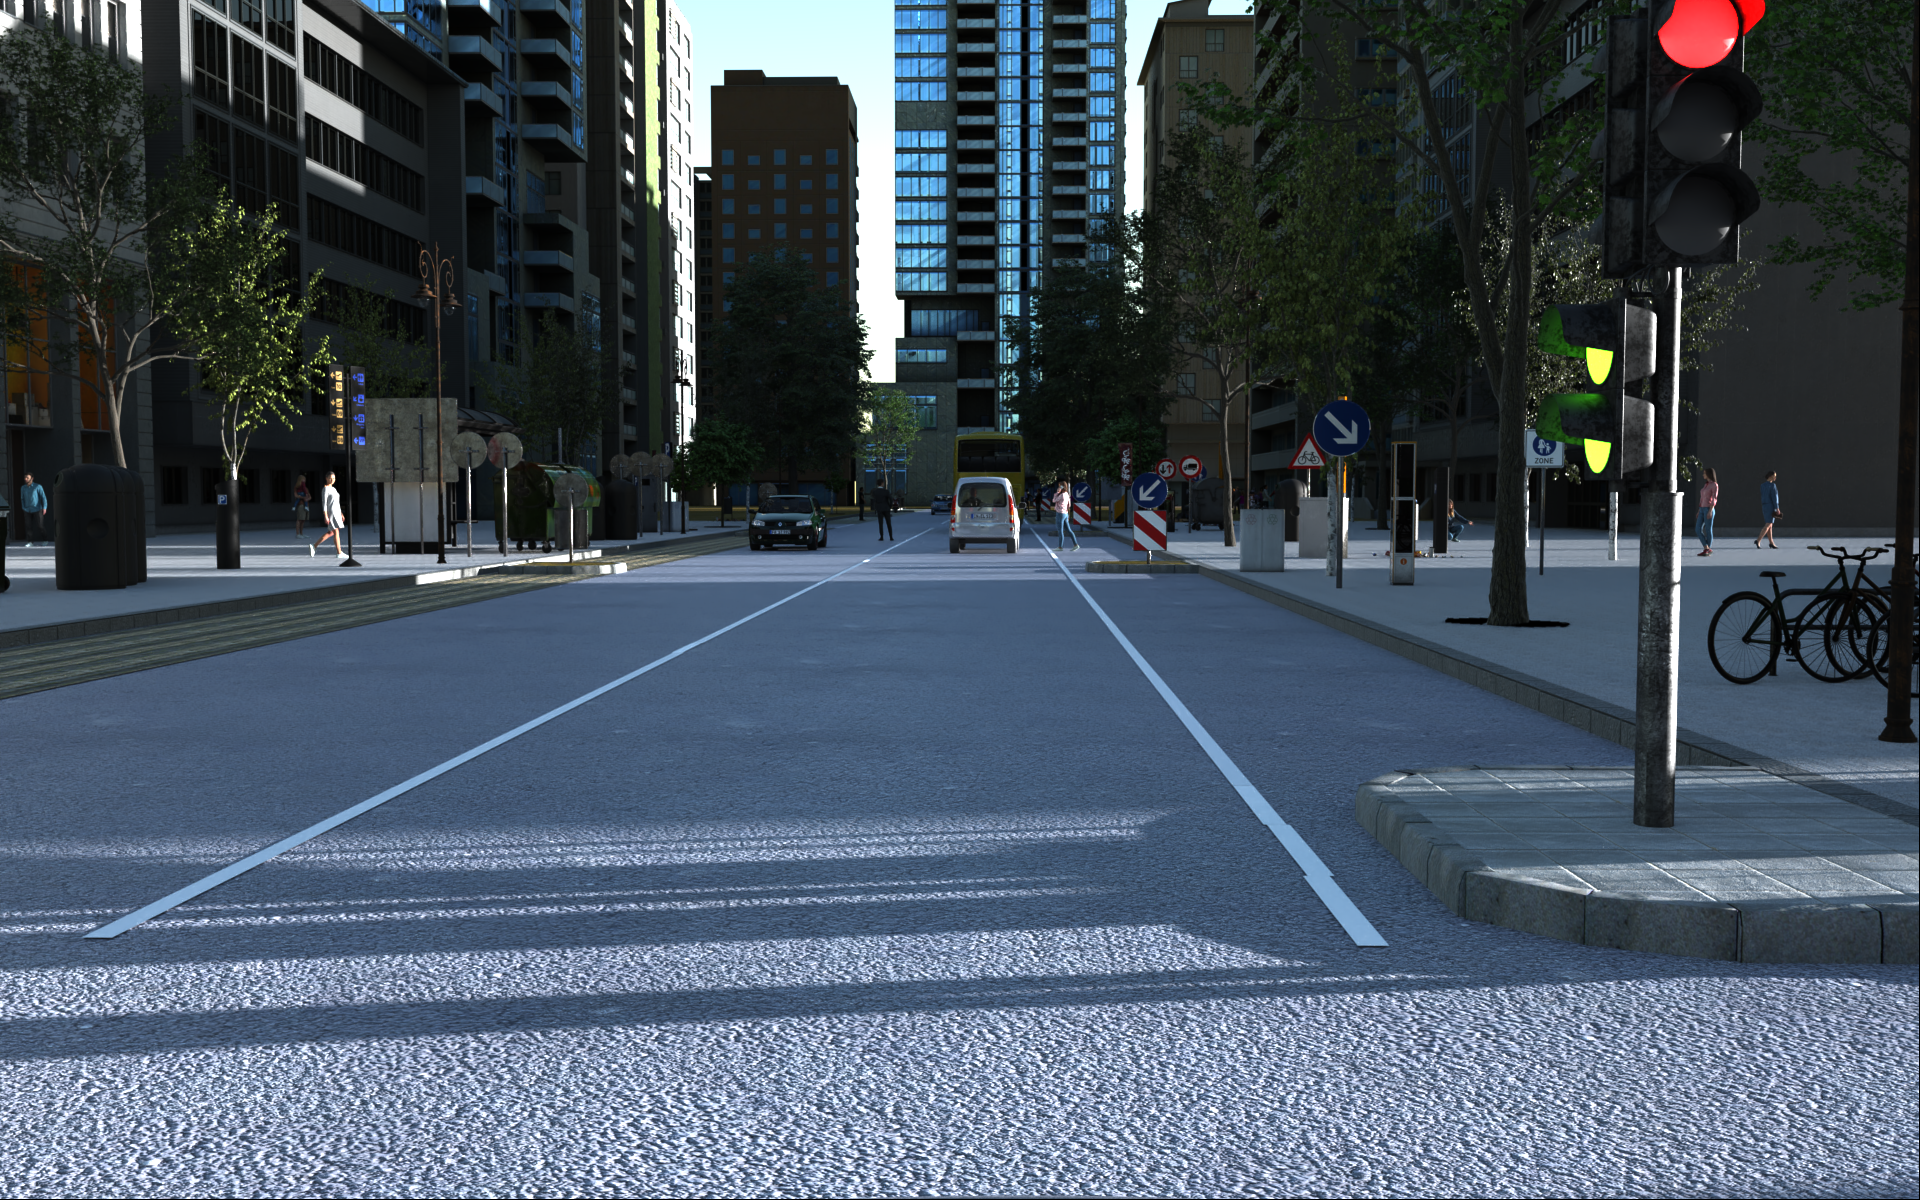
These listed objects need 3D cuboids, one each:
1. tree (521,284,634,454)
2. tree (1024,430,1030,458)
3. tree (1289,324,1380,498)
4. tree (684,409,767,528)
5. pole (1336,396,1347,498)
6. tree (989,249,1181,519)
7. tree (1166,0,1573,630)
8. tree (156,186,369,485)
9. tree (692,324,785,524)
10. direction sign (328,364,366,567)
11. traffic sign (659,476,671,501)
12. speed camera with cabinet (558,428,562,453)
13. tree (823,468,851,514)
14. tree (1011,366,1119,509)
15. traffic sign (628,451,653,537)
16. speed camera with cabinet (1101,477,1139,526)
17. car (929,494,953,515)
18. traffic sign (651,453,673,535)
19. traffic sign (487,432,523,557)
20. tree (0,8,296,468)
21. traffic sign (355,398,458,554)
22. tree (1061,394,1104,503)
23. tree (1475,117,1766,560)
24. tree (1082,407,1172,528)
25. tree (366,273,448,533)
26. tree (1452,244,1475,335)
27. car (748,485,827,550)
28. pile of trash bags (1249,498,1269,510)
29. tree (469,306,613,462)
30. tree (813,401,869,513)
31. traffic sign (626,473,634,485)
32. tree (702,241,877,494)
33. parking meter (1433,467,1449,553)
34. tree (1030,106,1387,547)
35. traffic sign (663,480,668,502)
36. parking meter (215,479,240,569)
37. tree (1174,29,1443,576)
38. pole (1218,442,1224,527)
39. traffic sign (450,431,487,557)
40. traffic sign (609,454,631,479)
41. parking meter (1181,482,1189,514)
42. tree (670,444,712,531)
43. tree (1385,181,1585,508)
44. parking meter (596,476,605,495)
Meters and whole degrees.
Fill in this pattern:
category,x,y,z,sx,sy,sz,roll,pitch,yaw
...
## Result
category,x,y,z,sx,sy,sz,roll,pitch,yaw
tree,-13.698,-6.793,61.429,4.360,8.622,3.978,0,3,0
tree,7.911,-11.738,126.323,7.601,10.594,8.767,-2,4,-35
tree,16.166,-7.492,72.860,4.360,8.622,3.978,0,3,0
tree,-9.143,-5.076,66.702,4.285,4.588,4.351,0,3,0
pole,7.985,-2.595,36.265,0.158,3.312,0.155,0,3,0
tree,6.650,-11.176,89.384,9.857,13.997,8.962,0,3,0
tree,5.202,-5.558,16.629,9.928,11.665,9.643,0,3,0
tree,-17.725,-5.644,42.646,4.737,8.622,4.395,0,3,0
tree,-9.338,-7.641,75.299,4.360,8.622,3.978,0,3,0
direction sign,-10.805,-2.361,30.600,0.379,3.537,0.876,1,4,23
traffic sign,-10.685,-3.908,63.892,0.884,2.594,0.081,1,4,11
speed camera with cabinet,-12.187,-3.557,52.500,0.660,3.252,2.038,0,4,-4
tree,-7.925,-7.033,109.593,1.663,3.219,1.824,0,3,0
tree,9.209,-14.121,147.890,9.611,12.733,9.660,0,3,0
traffic sign,-9.511,-3.148,51.583,0.768,2.556,0.104,0,4,3
speed camera with cabinet,6.724,-4.623,69.920,2.038,3.252,0.660,-1,4,-22
car,-1.117,-6.604,119.975,2.014,1.417,4.499,0,4,0
traffic sign,-9.343,-3.304,54.126,0.768,2.556,0.104,0,4,6
traffic sign,-9.334,-2.164,35.495,0.768,2.556,0.104,1,4,9
tree,-16.749,-6.091,33.998,7.601,10.594,8.767,0,4,6
traffic sign,-11.743,-2.622,36.736,2.265,3.308,0.079,0,4,7
tree,8.135,-10.240,117.783,4.737,8.622,4.395,0,3,0
tree,12.737,-5.066,33.191,4.360,8.622,3.978,0,3,0
tree,6.359,-4.988,65.275,4.285,4.588,4.351,0,3,0
tree,-19.335,-6.546,57.393,4.737,8.622,4.395,0,3,0
tree,13.948,-5.596,41.861,4.360,8.622,3.978,0,3,0
car,-4.486,-2.182,45.465,2.009,1.686,4.222,0,4,1
pile of trash bags,10.172,-2.780,55.197,1.912,1.369,3.447,0,4,0
tree,-16.502,-7.144,67.165,4.737,8.622,4.395,0,3,0
tree,-8.263,-10.010,114.027,4.360,8.622,3.978,0,3,0
traffic sign,-12.175,-3.938,64.490,0.768,2.556,0.104,1,4,9
tree,-8.355,-11.042,87.187,9.857,13.997,8.962,0,3,0
parking meter,10.439,-1.950,37.601,0.255,1.863,0.399,0,4,4
tree,6.296,-6.595,42.234,7.601,10.594,8.767,1,4,12
traffic sign,-12.655,-4.581,75.013,0.768,2.556,0.104,1,4,9
parking meter,-12.559,-1.302,29.700,0.372,1.533,0.369,0,3,0
tree,5.586,-4.675,26.806,4.737,8.622,4.395,0,3,0
pole,10.176,-4.500,67.415,0.158,3.312,0.155,0,3,0
traffic sign,-10.000,-2.149,35.238,0.768,2.556,0.104,0,4,5
traffic sign,-10.748,-3.352,54.904,0.768,2.556,0.104,0,4,8
parking meter,10.591,-4.612,81.120,0.399,1.863,0.255,-2,4,-35
tree,-9.816,-4.052,60.847,1.663,3.219,1.824,0,3,0
tree,14.923,-7.159,51.454,7.601,10.594,8.767,1,4,9
parking meter,-11.690,-3.072,55.945,0.399,1.863,0.255,1,4,19
